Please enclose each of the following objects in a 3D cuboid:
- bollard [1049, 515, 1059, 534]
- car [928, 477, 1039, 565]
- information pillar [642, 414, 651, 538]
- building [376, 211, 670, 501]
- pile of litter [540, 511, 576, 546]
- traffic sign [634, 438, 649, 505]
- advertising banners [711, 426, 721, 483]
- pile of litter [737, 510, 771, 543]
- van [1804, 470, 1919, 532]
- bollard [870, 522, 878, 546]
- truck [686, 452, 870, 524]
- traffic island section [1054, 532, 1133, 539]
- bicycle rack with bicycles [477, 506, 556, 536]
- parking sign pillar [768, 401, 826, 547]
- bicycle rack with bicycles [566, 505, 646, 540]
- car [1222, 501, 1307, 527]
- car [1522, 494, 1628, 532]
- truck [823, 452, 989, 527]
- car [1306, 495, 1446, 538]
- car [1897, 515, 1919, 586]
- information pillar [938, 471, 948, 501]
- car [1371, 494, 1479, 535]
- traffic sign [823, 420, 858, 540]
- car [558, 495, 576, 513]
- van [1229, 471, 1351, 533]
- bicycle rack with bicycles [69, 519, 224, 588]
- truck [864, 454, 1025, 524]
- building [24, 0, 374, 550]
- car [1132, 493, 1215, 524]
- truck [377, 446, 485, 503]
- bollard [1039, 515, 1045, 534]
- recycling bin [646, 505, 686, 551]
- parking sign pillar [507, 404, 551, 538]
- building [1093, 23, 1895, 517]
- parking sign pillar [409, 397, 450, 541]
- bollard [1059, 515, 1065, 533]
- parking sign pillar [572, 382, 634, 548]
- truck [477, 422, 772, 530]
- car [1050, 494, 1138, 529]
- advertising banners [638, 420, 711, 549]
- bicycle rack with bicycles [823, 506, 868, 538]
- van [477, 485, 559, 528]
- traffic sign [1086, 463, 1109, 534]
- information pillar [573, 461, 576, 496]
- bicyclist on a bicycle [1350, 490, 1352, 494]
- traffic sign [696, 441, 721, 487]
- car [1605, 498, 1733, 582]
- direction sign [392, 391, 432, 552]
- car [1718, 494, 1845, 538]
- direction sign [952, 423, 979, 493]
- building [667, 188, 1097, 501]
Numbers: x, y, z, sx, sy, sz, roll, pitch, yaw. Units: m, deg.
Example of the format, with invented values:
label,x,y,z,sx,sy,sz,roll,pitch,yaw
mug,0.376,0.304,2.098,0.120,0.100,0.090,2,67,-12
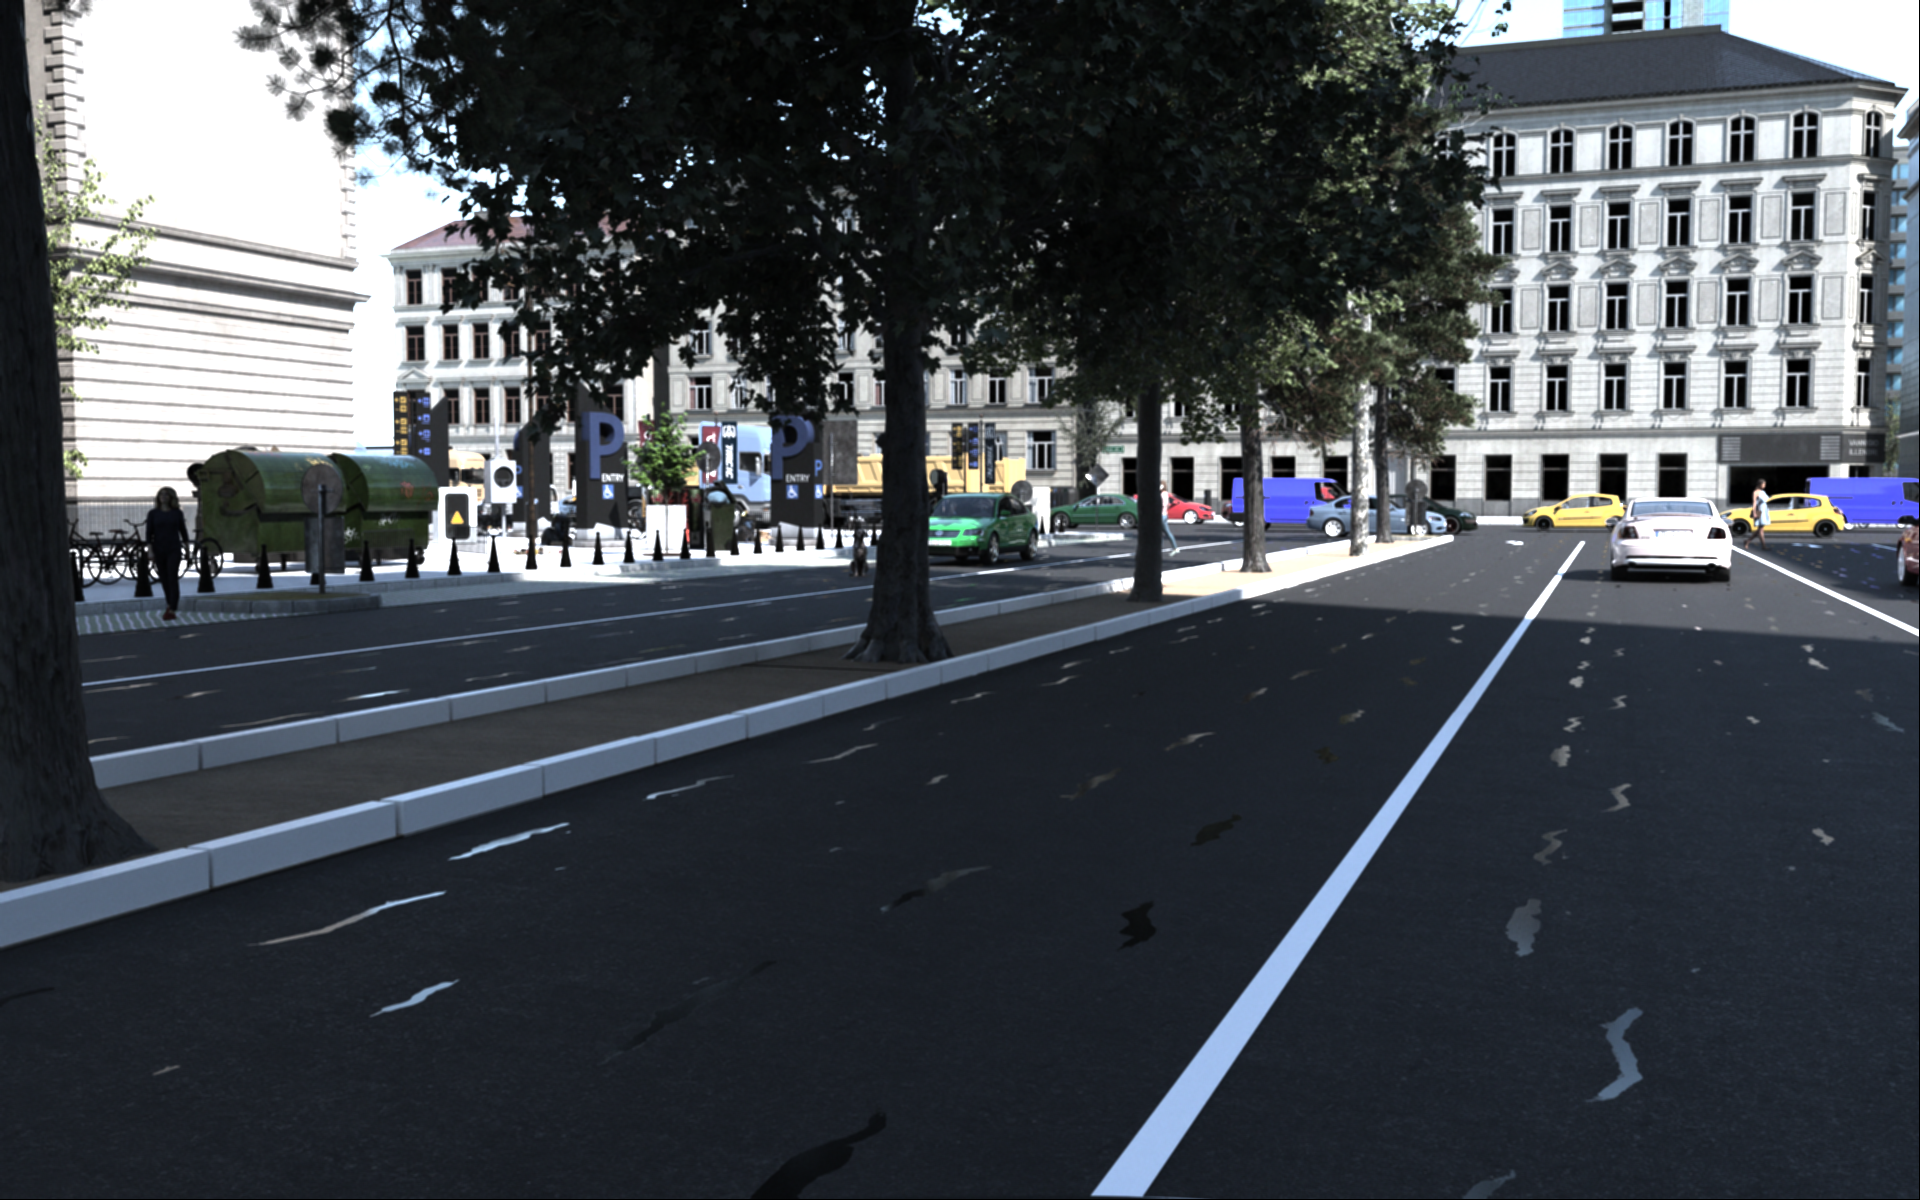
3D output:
label,x,y,z,sx,sy,sz,roll,pitch,yaw
bollard,2.993,-2.466,56.355,0.229,0.601,0.229,0,3,0
car,0.318,-1.687,36.378,1.959,1.807,4.718,1,4,19
information pillar,-9.181,-3.629,50.695,0.183,3.616,0.504,-2,4,-32
building,-29.082,-17.593,123.801,21.152,22.565,11.583,1,4,21
pile of litter,-9.795,-1.803,43.443,1.719,0.858,1.176,-3,5,-41
traffic sign,-7.267,-2.460,40.218,0.884,2.594,0.081,1,4,23
advertising banners,-7.025,-2.926,44.033,2.074,3.025,0.090,-2,4,-31
pile of litter,-5.449,-1.995,46.591,1.176,0.858,1.719,1,4,17
van,34.544,-3.707,64.992,5.245,2.365,2.240,1,4,20
bollard,-2.124,-1.640,42.851,0.229,0.601,0.229,0,3,0
truck,-8.000,-5.120,79.631,9.791,3.379,3.469,1,4,20
traffic island section,4.424,-2.082,56.316,2.009,0.180,2.903,1,4,21
bicycle rack with bicycles,-14.360,-2.437,53.226,2.925,0.926,2.852,0,4,6
parking sign pillar,-4.034,-3.320,42.752,1.447,3.967,1.447,2,4,28
bicycle rack with bicycles,-9.208,-2.164,48.763,2.925,0.926,2.852,1,4,17
car,13.988,-4.058,75.015,5.304,1.827,2.281,1,4,23
car,23.565,-3.422,66.169,3.980,1.641,2.015,1,4,19
truck,-3.771,-4.723,73.139,9.791,3.379,3.469,1,4,20
car,13.747,-2.765,57.203,4.499,1.417,2.014,1,4,22
car,15.170,-1.014,25.625,2.155,1.783,4.494,1,4,19
information pillar,-0.599,-3.172,56.358,0.304,2.012,0.304,1,4,23
car,16.343,-3.187,61.894,4.222,1.686,2.009,1,4,22
traffic sign,-3.835,-3.319,48.142,2.265,3.308,0.079,2,4,28
car,-15.521,-3.792,74.004,4.499,1.417,2.014,1,4,20
van,12.976,-3.758,65.828,5.245,2.365,2.240,1,4,19
bicycle rack with bicycles,-12.093,-0.718,25.119,2.852,0.926,2.925,3,4,37
truck,-1.838,-5.362,83.593,9.791,3.379,3.469,1,4,22
building,-27.179,-13.328,46.795,19.941,23.489,11.050,1,4,21
car,10.098,-4.573,83.806,4.494,1.783,2.155,1,4,21
truck,-32.207,-6.862,101.100,11.283,4.237,2.839,1,4,23
bollard,2.629,-2.407,55.395,0.229,0.601,0.229,0,3,0
recycling bin,-6.706,-1.650,39.536,0.722,1.027,0.722,1,4,13
parking sign pillar,-12.649,-3.830,51.092,1.447,3.967,1.447,2,4,23
building,31.111,-20.055,104.308,44.131,29.872,17.030,1,4,21
parking sign pillar,-14.574,-3.609,47.476,1.447,3.967,1.447,1,4,21
bollard,3.360,-2.525,57.329,0.229,0.601,0.229,0,3,0
parking sign pillar,-8.566,-3.239,41.432,1.447,3.967,1.447,3,4,37
truck,-14.669,-4.738,67.218,18.799,4.110,2.967,1,4,20
car,5.839,-3.691,72.142,4.920,1.459,2.131,1,4,20
advertising banners,-6.755,-2.721,40.674,2.074,3.025,0.090,2,4,31
bicycle rack with bicycles,-3.823,-2.271,50.506,2.852,0.926,2.925,0,4,4
van,-18.669,-3.962,71.792,4.112,2.044,2.013,1,4,22
traffic sign,4.449,-3.217,56.246,0.795,2.450,0.064,1,4,21
information pillar,-23.250,-6.961,105.166,0.504,3.616,0.183,0,4,0
bicyclist on a bicycle,15.602,-3.575,68.476,1.625,1.676,1.499,1,4,21
traffic sign,-6.072,-2.541,41.643,0.768,2.556,0.104,2,4,29
car,12.232,-1.072,29.889,2.083,1.381,4.827,1,4,21
direction sign,-12.120,-2.837,38.386,0.876,3.537,0.379,-3,5,-43
car,27.279,-2.909,57.783,3.980,1.641,2.015,1,4,22
direction sign,0.169,-3.856,55.039,0.876,3.537,0.379,-1,4,-15
building,-3.636,-17.397,117.730,30.059,22.955,16.112,1,4,21
